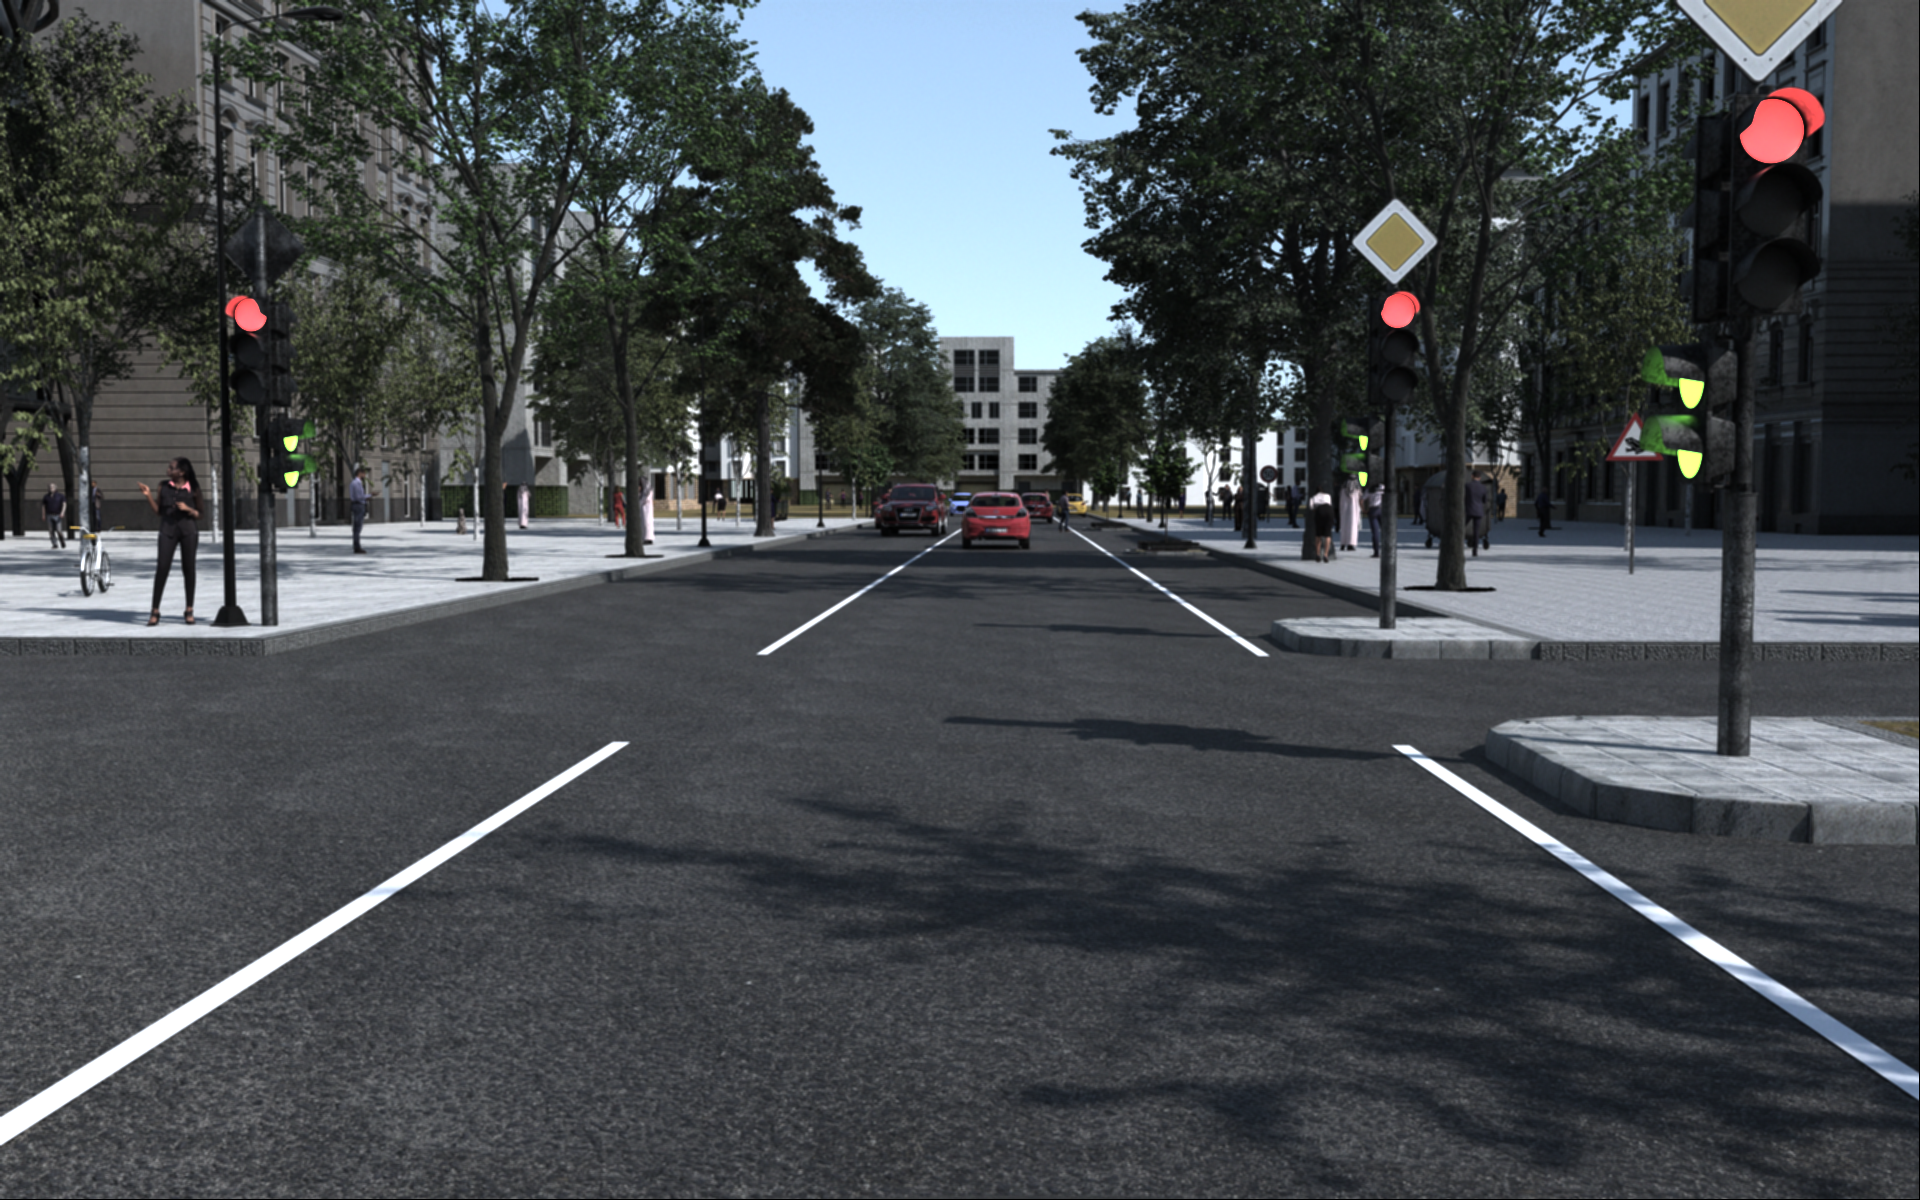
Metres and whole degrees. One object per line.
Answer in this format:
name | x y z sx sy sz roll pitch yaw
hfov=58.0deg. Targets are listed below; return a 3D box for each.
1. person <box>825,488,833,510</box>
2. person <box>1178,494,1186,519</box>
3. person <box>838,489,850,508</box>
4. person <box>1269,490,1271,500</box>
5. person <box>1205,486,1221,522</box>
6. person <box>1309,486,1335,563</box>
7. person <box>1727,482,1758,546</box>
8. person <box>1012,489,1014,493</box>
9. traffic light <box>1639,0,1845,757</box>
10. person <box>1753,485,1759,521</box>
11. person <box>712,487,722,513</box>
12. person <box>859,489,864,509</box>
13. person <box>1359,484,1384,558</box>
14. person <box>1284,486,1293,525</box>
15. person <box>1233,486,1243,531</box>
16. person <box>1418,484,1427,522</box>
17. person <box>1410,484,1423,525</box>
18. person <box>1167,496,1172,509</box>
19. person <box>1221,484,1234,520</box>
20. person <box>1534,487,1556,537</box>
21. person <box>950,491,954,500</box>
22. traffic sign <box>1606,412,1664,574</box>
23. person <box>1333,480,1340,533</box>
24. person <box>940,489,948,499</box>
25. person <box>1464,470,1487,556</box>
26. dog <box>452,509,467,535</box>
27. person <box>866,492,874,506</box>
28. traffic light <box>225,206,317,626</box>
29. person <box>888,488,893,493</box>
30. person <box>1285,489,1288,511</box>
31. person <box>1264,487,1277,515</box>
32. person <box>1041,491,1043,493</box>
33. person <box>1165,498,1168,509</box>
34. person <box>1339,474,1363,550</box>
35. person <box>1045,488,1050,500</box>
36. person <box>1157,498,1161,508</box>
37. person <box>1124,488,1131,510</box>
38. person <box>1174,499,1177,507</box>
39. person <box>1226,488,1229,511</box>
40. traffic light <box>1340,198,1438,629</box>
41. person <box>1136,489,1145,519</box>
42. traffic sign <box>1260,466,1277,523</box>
person | -10.528 -8.147 139.692 0.568 1.767 0.683 1 4 19
person | 11.570 -5.020 90.484 0.453 1.535 0.546 0 4 2
person | -10.740 -9.351 159.621 1.217 1.739 0.721 -2 4 -30
person | 26.491 -8.675 148.393 0.721 1.766 1.217 1 4 18
person | 11.747 -4.504 80.491 0.742 1.727 0.445 1 4 9
person | 6.821 -1.428 32.576 0.628 1.438 0.799 -2 4 -27
person | 19.080 -2.165 42.251 0.742 1.727 0.445 -1 4 -22
person | 3.877 -7.232 126.822 1.350 1.814 0.705 2 4 31
traffic light | 3.789 -1.172 8.415 0.839 4.213 0.868 0 4 2
person | 22.357 -2.500 49.133 0.590 1.554 0.614 -1 4 -9
person | -16.720 -6.883 119.031 0.683 1.767 0.568 0 4 -7
person | -8.519 -8.773 150.164 0.721 1.739 1.217 -1 4 -16
person | 8.393 -1.709 34.929 0.756 1.711 0.436 0 4 2
person | 13.849 -3.995 72.827 0.415 1.643 0.593 0 4 4
person | 9.774 -3.186 60.404 0.482 1.546 0.388 1 4 9
person | 21.136 -4.416 78.909 0.621 1.740 0.551 0 4 4
person | 19.106 -4.004 72.426 0.530 1.710 0.541 1 4 16
person | 18.052 -8.736 148.887 0.705 1.823 1.348 2 4 28
person | 13.175 -4.826 85.475 0.617 1.759 0.750 1 4 11
person | 17.635 -2.652 52.094 0.600 1.496 0.574 0 4 4
person | -0.713 -9.455 164.013 0.541 1.710 0.530 2 4 30
traffic sign | 10.732 -1.688 27.610 0.884 2.594 0.081 0 4 7
person | 12.454 -3.119 57.720 0.565 1.739 0.600 -3 4 -36
person | -1.436 -7.541 131.778 1.348 1.826 0.705 1 4 16
person | 10.533 -1.796 35.854 0.683 1.767 0.568 0 3 0
dog | -15.932 -2.485 55.006 0.513 0.831 0.800 2 4 26
person | -7.322 -8.450 144.921 1.217 1.735 0.721 0 4 7
traffic light | -6.700 -1.681 16.737 0.839 4.213 0.868 0 4 2
person | -5.079 -7.223 124.945 0.445 1.727 0.742 -3 4 -36
person | 25.426 -7.806 134.112 0.568 1.767 0.683 0 4 -7
person | 18.789 -6.064 105.910 1.217 1.735 0.721 2 4 34
person | 6.653 -7.983 139.935 0.530 1.710 0.541 -1 4 -19
person | 19.603 -9.584 163.271 0.617 1.759 0.750 -2 4 -29
person | 8.887 -2.000 39.406 0.551 1.740 0.621 1 4 11
person | 4.858 -5.506 99.049 0.617 1.759 0.750 -2 4 -35
person | 17.822 -9.099 155.537 1.217 1.743 0.721 2 4 24
person | 13.936 -8.402 143.403 0.705 1.826 1.348 2 4 26
person | 21.076 -9.799 169.640 0.530 1.710 0.541 2 4 23
person | 19.817 -7.455 128.596 0.621 1.740 0.551 -3 4 -36
traffic light | 4.055 -1.661 16.396 0.839 4.213 0.868 0 4 2
person | 9.430 -5.033 90.542 0.499 1.552 0.429 -3 4 -36
traffic sign | 13.789 -4.729 77.425 0.768 2.556 0.104 0 4 7
